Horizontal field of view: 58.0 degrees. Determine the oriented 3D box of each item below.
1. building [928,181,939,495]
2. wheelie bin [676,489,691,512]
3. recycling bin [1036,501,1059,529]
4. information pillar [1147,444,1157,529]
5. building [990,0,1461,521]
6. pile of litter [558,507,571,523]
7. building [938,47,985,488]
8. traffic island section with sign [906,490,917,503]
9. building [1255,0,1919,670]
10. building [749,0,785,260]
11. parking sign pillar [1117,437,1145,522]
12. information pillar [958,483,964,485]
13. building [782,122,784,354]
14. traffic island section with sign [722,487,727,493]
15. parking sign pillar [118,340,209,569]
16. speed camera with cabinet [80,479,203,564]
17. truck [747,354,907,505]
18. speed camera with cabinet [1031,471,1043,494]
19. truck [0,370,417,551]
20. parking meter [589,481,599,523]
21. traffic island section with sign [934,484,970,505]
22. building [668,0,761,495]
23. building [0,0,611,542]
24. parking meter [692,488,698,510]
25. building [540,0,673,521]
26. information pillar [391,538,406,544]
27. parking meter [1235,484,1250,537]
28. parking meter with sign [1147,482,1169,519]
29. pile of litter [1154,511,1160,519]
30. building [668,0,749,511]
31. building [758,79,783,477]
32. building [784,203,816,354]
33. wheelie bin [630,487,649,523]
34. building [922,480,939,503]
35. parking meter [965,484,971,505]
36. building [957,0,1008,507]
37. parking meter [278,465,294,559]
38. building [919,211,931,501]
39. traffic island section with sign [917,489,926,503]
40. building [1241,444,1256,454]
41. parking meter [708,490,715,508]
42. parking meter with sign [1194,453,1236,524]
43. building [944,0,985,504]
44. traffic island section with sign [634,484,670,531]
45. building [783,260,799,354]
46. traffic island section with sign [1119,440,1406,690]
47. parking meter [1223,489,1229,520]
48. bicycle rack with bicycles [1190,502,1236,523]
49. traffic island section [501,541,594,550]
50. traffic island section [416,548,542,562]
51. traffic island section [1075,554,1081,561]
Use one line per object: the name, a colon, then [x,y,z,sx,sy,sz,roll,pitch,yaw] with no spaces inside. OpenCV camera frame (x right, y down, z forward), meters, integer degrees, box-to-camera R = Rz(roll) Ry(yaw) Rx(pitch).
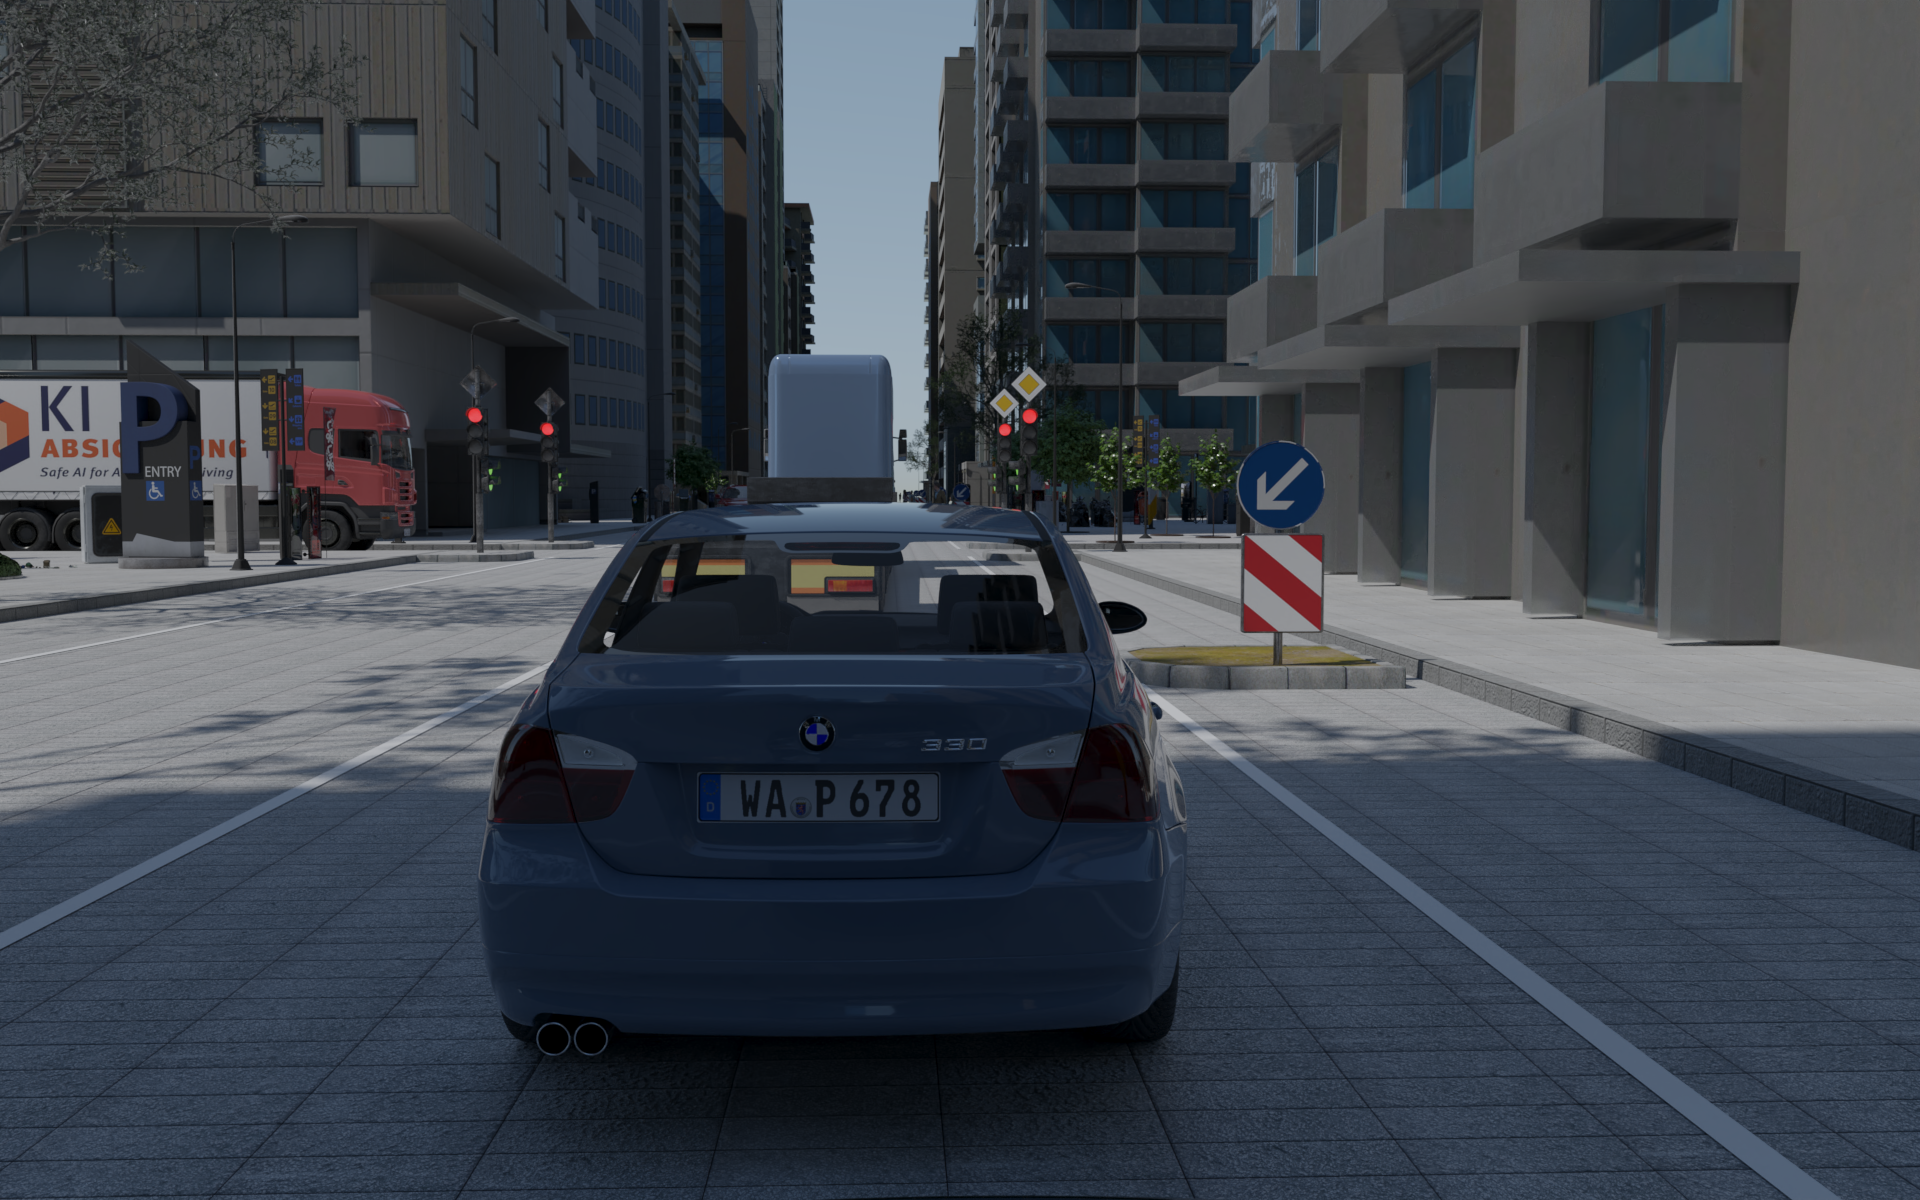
building: [2.636,-36.191,241.837,14.600,45.320,14.200,0,4,-2]
wheelie bin: [-18.240,-6.500,114.184,0.980,1.594,0.693,-1,4,-14]
recycling bin: [3.111,-3.009,61.748,0.722,1.027,0.722,0,4,-7]
information pillar: [7.015,-4.390,63.139,0.183,3.616,0.504,3,4,38]
building: [13.395,-29.681,104.886,23.786,49.044,30.456,0,4,-2]
pile of litter: [-17.895,-3.879,77.380,1.176,0.858,1.719,2,4,27]
building: [8.650,-34.366,185.583,21.300,48.544,21.600,0,4,-2]
traffic island section with sign: [-3.293,-8.362,145.345,1.989,1.847,2.006,0,4,-2]
building: [16.109,-24.593,21.710,23.786,49.044,30.456,0,4,-2]
building: [-31.328,-48.254,227.208,20.563,71.187,20.611,0,4,-2]
parking sign pillar: [7.943,-5.592,79.906,1.447,3.967,1.447,-1,4,-10]
information pillar: [0.067,-6.504,110.832,0.304,2.012,0.304,2,4,33]
building: [-25.723,-30.341,179.666,14.154,41.232,14.086,0,4,-2]
traffic island section with sign: [-12.929,-5.318,95.583,1.989,1.847,2.006,0,4,-2]
parking sign pillar: [-13.909,-2.549,30.149,1.447,3.967,1.447,1,4,9]
speed camera with cabinet: [-15.320,-2.329,32.415,2.038,3.252,0.660,-2,4,-32]
truck: [-2.323,-2.316,27.627,2.967,4.110,18.799,0,4,-2]
speed camera with cabinet: [2.896,-4.421,66.617,0.660,3.252,2.038,0,4,5]
truck: [-17.978,-3.151,40.433,11.283,4.237,2.839,0,4,-4]
parking meter: [-16.003,-4.282,75.717,0.399,1.863,0.255,0,4,-1]
traffic island section with sign: [-0.074,-3.672,68.659,1.989,1.847,2.006,0,4,-2]
building: [-24.980,-30.658,151.372,14.600,45.320,14.200,0,4,-2]
building: [-27.373,-28.605,56.930,28.713,52.752,27.495,0,4,-2]
parking meter: [-17.122,-6.487,111.768,0.255,1.863,0.399,-3,4,-37]
building: [-27.903,-33.673,92.550,21.231,58.520,28.212,0,4,-2]
information pillar: [-14.480,-3.266,44.750,0.504,3.616,0.183,1,4,22]
parking meter: [8.550,-2.852,52.335,0.399,1.863,0.255,-1,4,-19]
parking meter with sign: [9.969,-5.727,89.899,1.738,3.016,0.543,-1,4,-15]
pile of litter: [9.598,-4.543,88.235,1.719,0.858,1.176,-3,4,-37]
building: [-32.828,-26.926,132.121,32.217,40.220,23.993,0,4,-2]
building: [-24.820,-29.482,165.633,14.154,41.232,14.086,0,4,-2]
building: [-32.468,-36.578,252.681,22.147,44.769,28.867,0,4,-2]
wheelie bin: [-14.026,-4.161,75.937,0.693,1.594,0.980,0,4,4]
building: [11.327,-32.485,223.017,32.217,40.220,23.993,0,4,-2]
parking meter: [0.458,-5.750,99.726,0.255,1.863,0.399,-1,4,-10]
building: [10.476,-42.479,132.782,20.563,71.187,20.611,0,4,-2]
parking meter: [-13.285,-1.741,34.173,0.255,1.863,0.399,-2,4,-29]
building: [5.708,-39.461,264.798,23.786,49.044,30.456,0,4,-2]
traffic island section with sign: [-1.220,-5.350,96.103,1.989,1.847,2.006,0,4,-2]
building: [24.622,-24.650,57.654,28.867,44.769,22.147,0,4,-2]
parking meter: [-14.724,-5.767,102.704,0.372,1.533,0.369,0,3,0]
parking meter with sign: [10.901,-4.748,73.893,1.738,3.016,0.543,0,4,-1]
building: [10.159,-51.715,158.213,22.319,86.520,31.000,0,4,-2]
traffic island section with sign: [-11.796,-3.671,68.652,1.989,1.847,2.006,0,4,-2]
building: [-26.952,-26.886,211.292,14.160,30.474,14.107,0,4,-2]
traffic island section with sign: [2.247,-0.306,13.630,1.989,1.847,2.006,0,4,-2]
parking meter: [13.015,-4.688,85.061,0.372,1.533,0.369,0,3,0]
bicycle rack with bicycles: [12.039,-3.877,76.764,2.852,0.926,2.925,-3,5,-41]
traffic island section: [-10.831,-1.439,45.806,2.009,0.180,2.903,0,4,-2]
traffic island section: [-10.495,-0.951,37.828,2.009,0.180,2.903,0,4,-2]
traffic island section: [1.536,-0.981,38.327,2.009,0.180,2.903,0,4,-2]
